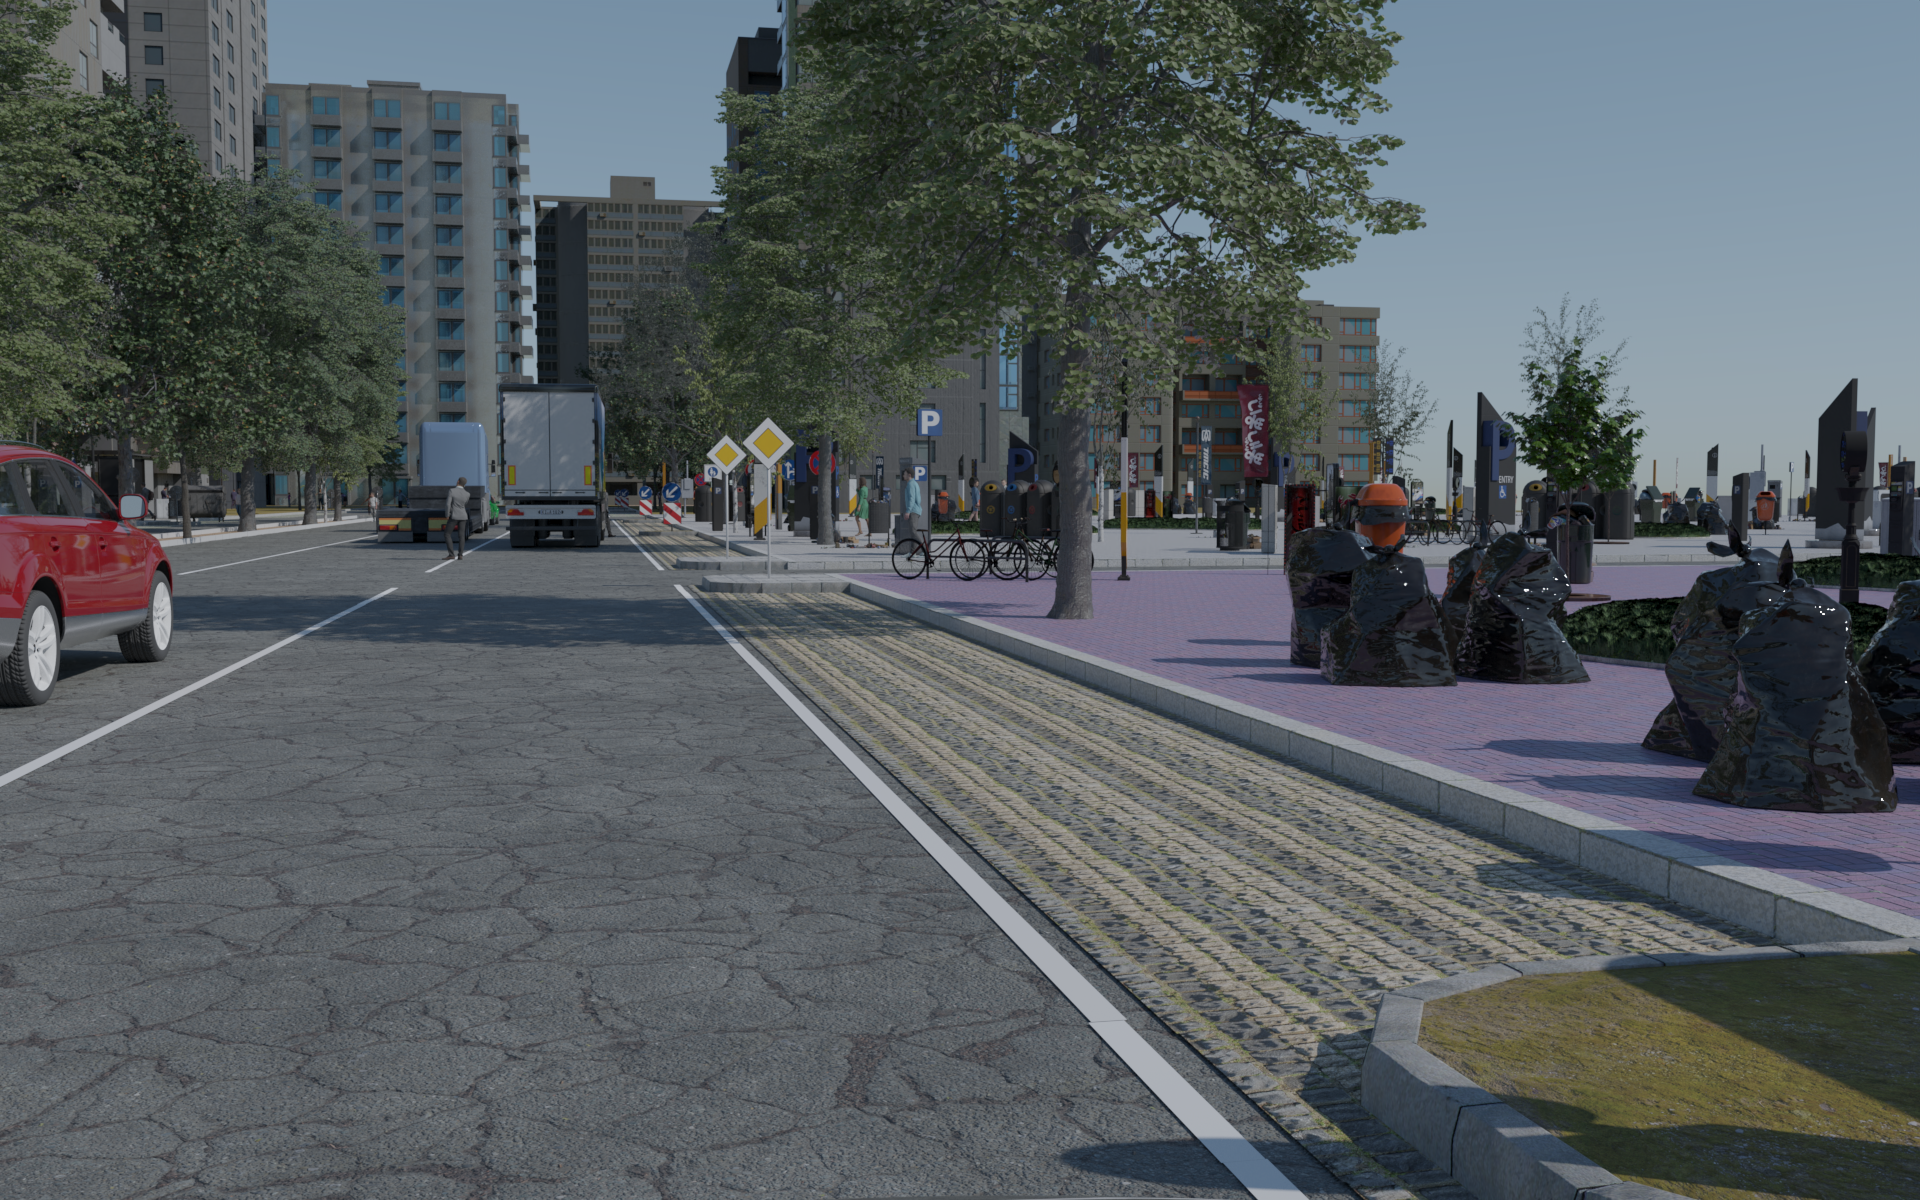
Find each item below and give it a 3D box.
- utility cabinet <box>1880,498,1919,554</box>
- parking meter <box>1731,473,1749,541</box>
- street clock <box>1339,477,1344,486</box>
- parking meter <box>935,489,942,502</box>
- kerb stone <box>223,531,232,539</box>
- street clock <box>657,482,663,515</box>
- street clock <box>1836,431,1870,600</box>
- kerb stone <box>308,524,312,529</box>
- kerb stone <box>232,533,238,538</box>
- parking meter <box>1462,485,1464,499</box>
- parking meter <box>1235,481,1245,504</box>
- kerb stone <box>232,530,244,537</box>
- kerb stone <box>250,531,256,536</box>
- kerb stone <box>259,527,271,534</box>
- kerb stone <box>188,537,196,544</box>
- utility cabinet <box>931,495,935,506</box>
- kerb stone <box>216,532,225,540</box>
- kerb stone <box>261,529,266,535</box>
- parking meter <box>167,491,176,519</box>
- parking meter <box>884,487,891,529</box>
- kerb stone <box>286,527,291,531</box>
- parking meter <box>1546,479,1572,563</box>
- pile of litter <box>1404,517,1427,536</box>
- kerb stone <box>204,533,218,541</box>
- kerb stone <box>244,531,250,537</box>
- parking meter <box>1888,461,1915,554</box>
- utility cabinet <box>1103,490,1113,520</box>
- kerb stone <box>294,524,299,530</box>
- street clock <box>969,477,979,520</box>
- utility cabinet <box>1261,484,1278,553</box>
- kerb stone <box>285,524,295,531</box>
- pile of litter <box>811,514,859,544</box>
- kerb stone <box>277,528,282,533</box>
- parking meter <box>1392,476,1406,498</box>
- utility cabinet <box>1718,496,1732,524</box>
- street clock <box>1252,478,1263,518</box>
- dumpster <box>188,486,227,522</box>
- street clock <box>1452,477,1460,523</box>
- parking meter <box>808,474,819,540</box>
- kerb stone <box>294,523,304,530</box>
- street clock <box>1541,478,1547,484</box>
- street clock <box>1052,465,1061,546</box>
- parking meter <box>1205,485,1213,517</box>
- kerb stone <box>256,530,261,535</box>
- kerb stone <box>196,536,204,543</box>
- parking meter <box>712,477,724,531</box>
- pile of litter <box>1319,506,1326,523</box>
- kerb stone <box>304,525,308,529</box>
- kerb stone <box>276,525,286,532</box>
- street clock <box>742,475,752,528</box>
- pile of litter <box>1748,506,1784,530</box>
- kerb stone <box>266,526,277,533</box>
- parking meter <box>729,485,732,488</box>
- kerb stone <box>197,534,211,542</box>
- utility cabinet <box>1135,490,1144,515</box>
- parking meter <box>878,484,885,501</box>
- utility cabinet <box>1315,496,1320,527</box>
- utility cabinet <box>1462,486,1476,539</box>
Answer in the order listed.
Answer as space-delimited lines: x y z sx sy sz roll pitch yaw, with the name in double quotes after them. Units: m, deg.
17.108 -1.219 31.100 0.306 1.237 1.020 -3 4 -36 "utility cabinet"
21.296 -2.543 47.297 0.255 1.863 0.399 -1 4 -20 "parking meter"
16.181 -4.256 74.159 0.471 2.002 0.358 3 5 41 "street clock"
-1.175 -5.182 93.142 0.372 1.533 0.369 0 3 0 "parking meter"
-23.458 -2.017 55.196 0.120 0.150 1.000 -1 4 -12 "kerb stone"
-18.658 -6.326 107.999 0.471 2.002 0.358 -1 4 -9 "street clock"
10.264 -0.940 19.939 0.358 2.002 0.471 1 4 20 "street clock"
-26.921 -2.997 71.265 0.120 0.150 1.000 -1 4 -12 "kerb stone"
-23.669 -2.080 56.199 0.120 0.150 1.000 -1 4 -12 "kerb stone"
29.429 -5.868 101.654 0.399 1.863 0.255 -1 4 -12 "parking meter"
12.101 -4.229 74.853 0.399 1.863 0.255 -3 4 -37 "parking meter"
-23.886 -2.139 57.203 0.120 0.150 1.000 -1 4 -12 "kerb stone"
-24.320 -2.264 59.210 0.120 0.150 1.000 -1 4 -12 "kerb stone"
-24.982 -2.448 62.224 0.120 0.150 1.000 -1 4 -12 "kerb stone"
-22.388 -1.712 50.188 0.120 0.150 1.000 -1 4 -12 "kerb stone"
-1.800 -5.242 96.862 1.020 1.237 0.306 0 4 -8 "utility cabinet"
-23.248 -1.954 54.194 0.120 0.150 1.000 -1 4 -12 "kerb stone"
-24.760 -2.387 61.219 0.120 0.150 1.000 -1 4 -12 "kerb stone"
-40.556 -4.936 89.109 0.372 1.533 0.369 0 3 0 "parking meter"
-2.751 -3.415 64.246 0.372 1.533 0.369 0 3 0 "parking meter"
-25.843 -2.692 66.226 0.120 0.150 1.000 -1 4 -12 "kerb stone"
10.361 -1.485 29.984 0.399 1.863 0.255 -2 4 -32 "parking meter"
14.117 -2.453 54.071 1.176 0.858 1.719 1 4 13 "pile of litter"
-23.035 -1.895 53.186 0.120 0.150 1.000 -1 4 -12 "kerb stone"
-24.118 -2.200 58.202 0.120 0.150 1.000 -1 4 -12 "kerb stone"
16.554 -1.514 30.462 0.399 1.863 0.255 -2 4 -31 "parking meter"
7.310 -4.702 85.561 0.318 1.500 1.173 1 4 16 "utility cabinet"
-26.275 -2.816 68.244 0.120 0.150 1.000 -1 4 -12 "kerb stone"
0.593 -4.228 73.693 0.358 2.002 0.471 -2 4 -30 "street clock"
6.777 -1.784 37.852 0.318 1.500 1.173 1 4 12 "utility cabinet"
-26.056 -2.755 67.232 0.120 0.150 1.000 -1 4 -12 "kerb stone"
-3.291 -1.930 45.524 1.176 0.858 1.719 -1 4 -18 "pile of litter"
-25.405 -2.570 64.229 0.120 0.150 1.000 -1 4 -12 "kerb stone"
14.028 -3.038 55.385 0.399 1.863 0.255 -2 4 -32 "parking meter"
32.548 -3.798 73.266 0.306 1.237 1.020 -1 4 -22 "utility cabinet"
13.477 -4.519 78.452 0.471 2.002 0.358 -1 4 -13 "street clock"
-38.187 -4.862 87.716 1.865 1.857 1.264 -1 4 -12 "dumpster"
21.268 -4.272 74.418 0.358 2.002 0.471 3 4 37 "street clock"
-4.045 -2.633 48.754 0.399 1.863 0.255 1 4 15 "parking meter"
-26.490 -2.878 69.247 0.120 0.150 1.000 -1 4 -12 "kerb stone"
24.628 -4.169 72.727 0.471 2.002 0.358 2 4 29 "street clock"
2.482 -2.339 42.805 0.358 2.002 0.471 -2 4 -24 "street clock"
13.065 -5.207 90.850 0.399 1.863 0.255 -1 4 -16 "parking meter"
-24.540 -2.325 60.217 0.120 0.150 1.000 -1 4 -12 "kerb stone"
-22.596 -1.770 51.189 0.120 0.150 1.000 -1 4 -12 "kerb stone"
-8.367 -3.312 59.865 0.399 1.863 0.255 -1 4 -18 "parking meter"
16.436 -3.900 77.736 1.176 0.858 1.719 -2 4 -27 "pile of litter"
-26.708 -2.939 70.252 0.120 0.150 1.000 -1 4 -12 "kerb stone"
-25.625 -2.631 65.227 0.120 0.150 1.000 -1 4 -12 "kerb stone"
-7.988 -3.719 65.371 0.471 2.002 0.358 3 5 41 "street clock"
28.998 -2.996 62.950 1.176 0.858 1.719 -3 5 -43 "pile of litter"
-25.193 -2.509 63.225 0.120 0.150 1.000 -1 4 -12 "kerb stone"
-14.017 -6.182 106.779 0.399 1.863 0.255 2 4 27 "parking meter"
-22.816 -1.834 52.187 0.120 0.150 1.000 -1 4 -12 "kerb stone"
10.784 -5.750 102.699 1.173 1.500 0.318 -2 4 -33 "utility cabinet"
-4.664 -5.946 102.935 0.255 1.863 0.399 -2 4 -29 "parking meter"
12.399 -3.094 61.744 0.306 1.237 1.020 -2 4 -27 "utility cabinet"
14.634 -2.493 49.432 0.318 1.500 1.173 2 4 28 "utility cabinet"
